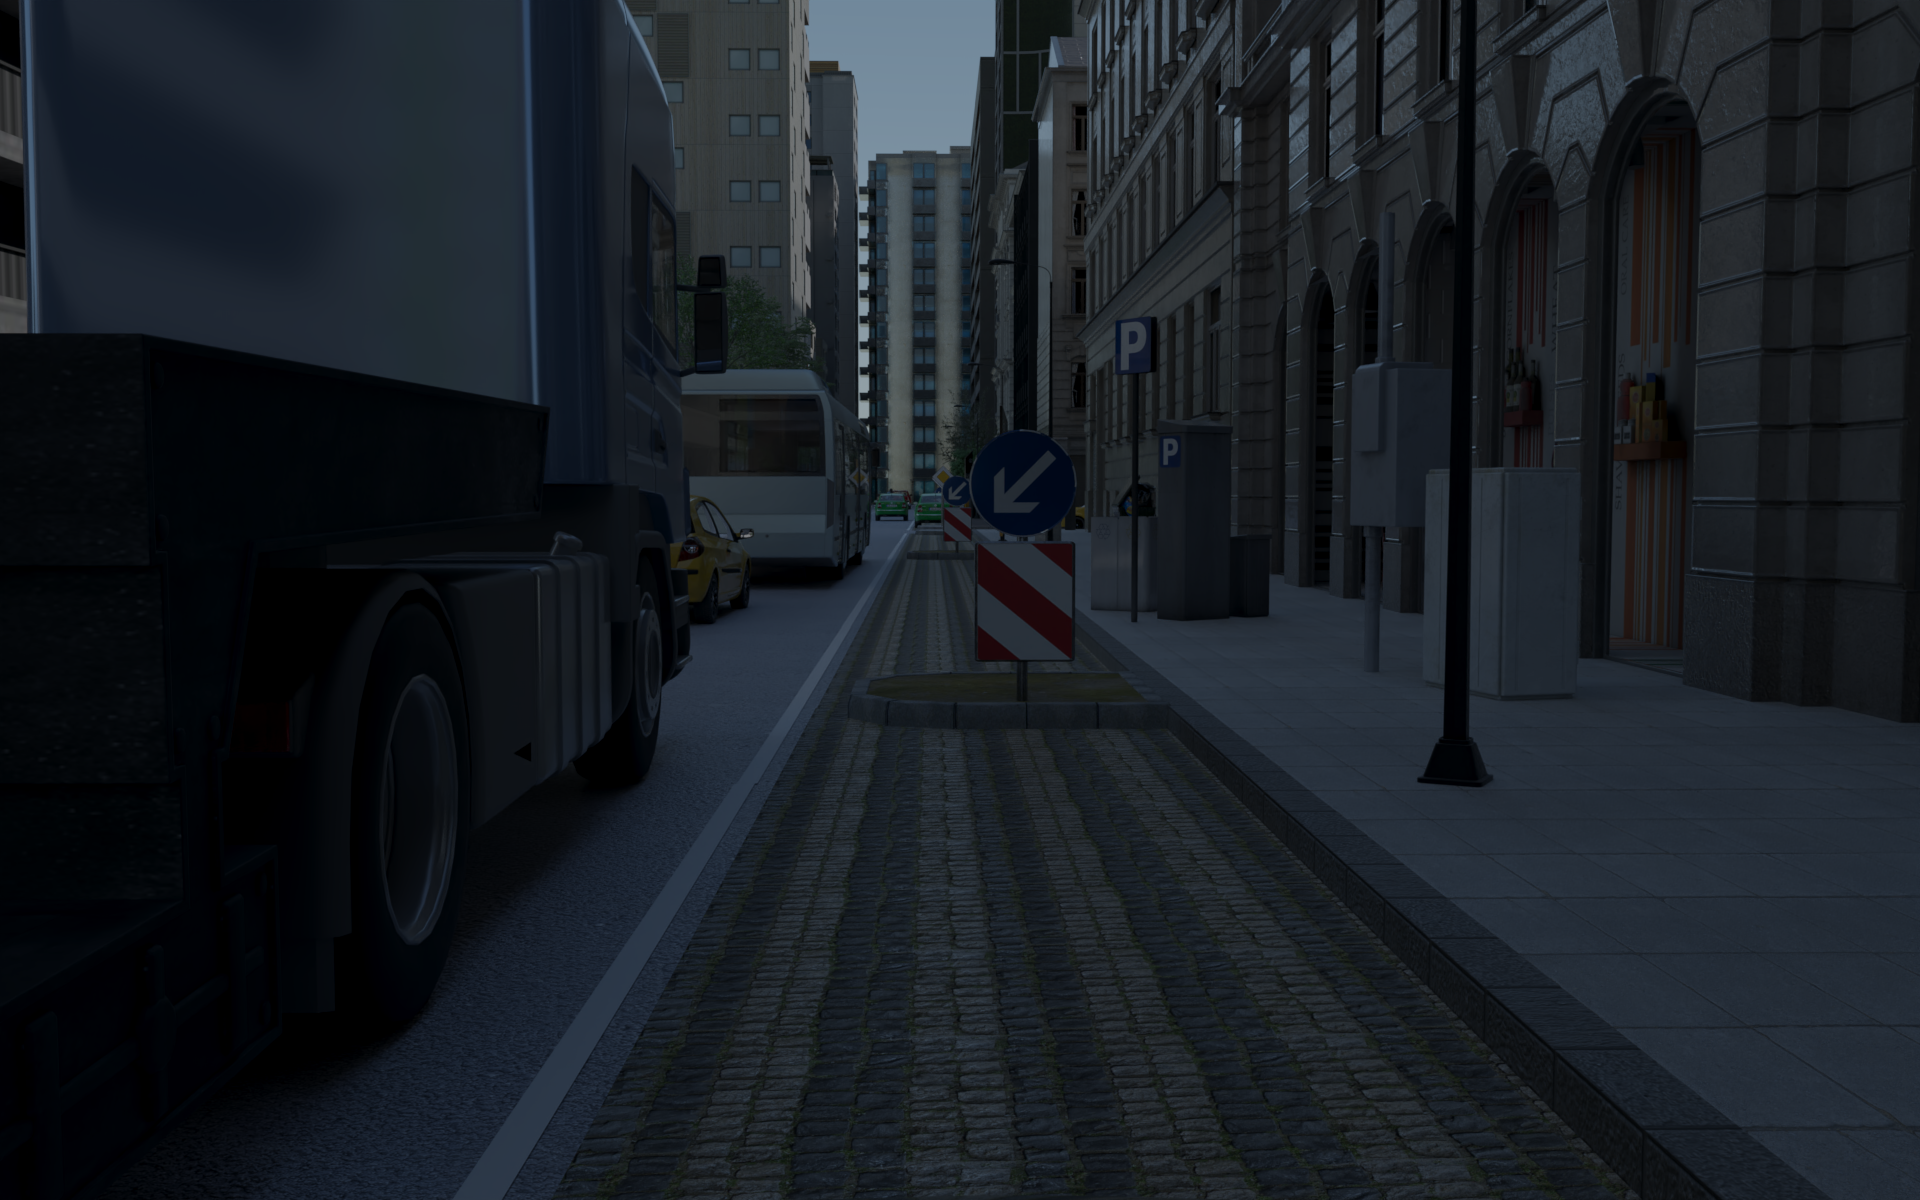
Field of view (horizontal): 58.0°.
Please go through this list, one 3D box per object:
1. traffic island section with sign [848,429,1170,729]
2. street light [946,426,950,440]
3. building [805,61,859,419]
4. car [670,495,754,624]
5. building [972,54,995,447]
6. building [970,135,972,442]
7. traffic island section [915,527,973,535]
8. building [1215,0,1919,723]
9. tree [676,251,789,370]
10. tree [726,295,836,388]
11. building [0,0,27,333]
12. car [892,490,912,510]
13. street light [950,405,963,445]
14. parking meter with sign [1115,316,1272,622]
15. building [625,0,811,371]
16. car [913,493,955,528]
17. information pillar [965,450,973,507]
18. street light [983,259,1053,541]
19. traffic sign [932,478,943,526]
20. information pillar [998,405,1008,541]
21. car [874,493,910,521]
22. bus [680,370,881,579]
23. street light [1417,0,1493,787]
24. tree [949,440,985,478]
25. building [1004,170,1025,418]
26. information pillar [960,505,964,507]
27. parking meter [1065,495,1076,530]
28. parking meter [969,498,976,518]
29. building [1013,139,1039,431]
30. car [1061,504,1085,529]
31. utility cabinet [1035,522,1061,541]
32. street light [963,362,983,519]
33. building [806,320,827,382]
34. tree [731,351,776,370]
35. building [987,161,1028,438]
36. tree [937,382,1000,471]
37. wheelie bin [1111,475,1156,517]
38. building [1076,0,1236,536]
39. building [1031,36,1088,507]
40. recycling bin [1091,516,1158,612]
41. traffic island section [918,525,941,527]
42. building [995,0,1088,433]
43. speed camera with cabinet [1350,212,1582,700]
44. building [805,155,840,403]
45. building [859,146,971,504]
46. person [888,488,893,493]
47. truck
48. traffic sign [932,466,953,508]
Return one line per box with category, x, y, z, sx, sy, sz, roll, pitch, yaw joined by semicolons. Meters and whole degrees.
traffic island section with sign;0.271;-0.171;11.426;1.989;1.847;2.006;0;4;-1
street light;-0.229;-8.873;117.621;1.470;5.913;1.316;0;4;-1
building;-28.168;-42.624;238.908;28.212;58.520;21.231;0;4;-1
car;-3.524;-0.631;20.546;2.015;1.641;3.980;0;4;1
building;12.491;-34.350;185.317;21.300;48.544;21.600;0;4;-1
building;12.144;-35.678;207.033;21.300;48.544;21.600;0;4;-1
traffic island section;-0.568;-2.391;61.372;2.009;0.180;2.903;0;4;-1
building;10.625;-10.726;17.177;13.314;21.916;24.055;0;4;-1
tree;-11.149;-9.155;75.439;9.928;11.665;9.643;0;3;0
tree;-11.034;-11.085;99.374;7.486;12.596;7.792;0;3;0
building;-22.072;-35.753;22.807;20.563;71.187;20.611;0;4;-1
car;-5.569;-9.350;161.545;2.281;1.827;5.304;0;4;-2
street light;0.369;-7.199;90.250;1.470;5.913;1.316;0;4;-1
parking meter with sign;2.426;-1.312;17.715;1.738;3.016;0.543;-2;4;-34
building;-27.730;-34.719;156.886;28.713;52.752;27.495;0;4;-1
car;-1.031;-3.978;73.841;1.959;1.807;4.718;0;4;-1
information pillar;0.482;-6.199;92.701;0.504;3.616;0.183;-2;4;-32
street light;1.258;-3.780;34.347;1.470;5.913;1.316;0;4;-1
traffic sign;-0.725;-4.014;69.278;0.795;2.450;0.064;0;4;-1
information pillar;1.157;-3.347;46.073;0.183;3.616;0.504;1;4;19
car;-3.696;-5.202;93.843;1.959;1.807;4.718;0;4;-2
bus;-3.179;-2.284;32.203;2.948;3.499;13.247;0;4;0
street light;1.675;-2.142;7.568;1.470;5.913;1.316;0;4;-1
tree;0.869;-7.437;105.306;4.285;4.588;4.351;0;3;0
building;8.787;-17.267;111.198;11.050;23.489;19.941;0;4;-1
information pillar;0.139;-7.329;124.315;0.304;2.012;0.304;0;4;6
parking meter;3.910;-3.408;61.436;0.255;1.863;0.399;2;4;35
parking meter;0.660;-5.083;91.514;0.372;1.533;0.369;0;3;0
building;9.394;-16.099;92.889;12.332;23.373;15.834;0;4;-1
car;5.524;-3.365;65.245;3.980;1.641;2.015;0;4;-1
utility cabinet;2.301;-2.217;44.931;0.318;1.500;1.173;2;4;24
street light;0.946;-5.425;61.236;1.470;5.913;1.316;0;4;-1
building;-28.937;-20.873;186.310;27.650;21.520;28.899;0;4;-1
tree;-10.658;-8.529;89.808;4.737;8.622;4.395;0;3;0
building;9.399;-21.124;132.764;14.401;28.519;23.554;0;4;-1
tree;0.840;-9.874;111.804;4.360;8.622;3.978;0;3;0
wheelie bin;2.881;-1.264;28.581;0.693;1.594;0.980;0;4;-4
building;11.739;-12.899;44.175;16.112;22.955;30.059;0;4;-1
building;12.499;-13.844;75.506;18.267;20.994;9.793;0;4;-1
recycling bin;1.922;-0.410;19.253;0.722;1.027;0.722;2;4;32
traffic island section;-0.701;-2.879;69.356;2.009;0.180;2.903;0;4;-1
building;11.680;-44.360;163.543;20.563;71.187;20.611;0;4;-1
speed camera with cabinet;3.360;-1.060;11.663;0.660;3.252;2.038;-1;4;-15
building;-21.785;-32.243;210.769;14.086;41.232;14.154;0;4;-1
building;1.407;-38.000;240.909;30.456;49.044;23.786;0;4;-1
person;-4.503;-6.250;110.950;0.793;1.790;0.793;0;4;8
truck;-2.574;-0.718;1.491;2.967;4.110;18.799;0;4;-1
traffic sign;-0.591;-3.526;61.295;0.795;2.450;0.064;0;4;-1
